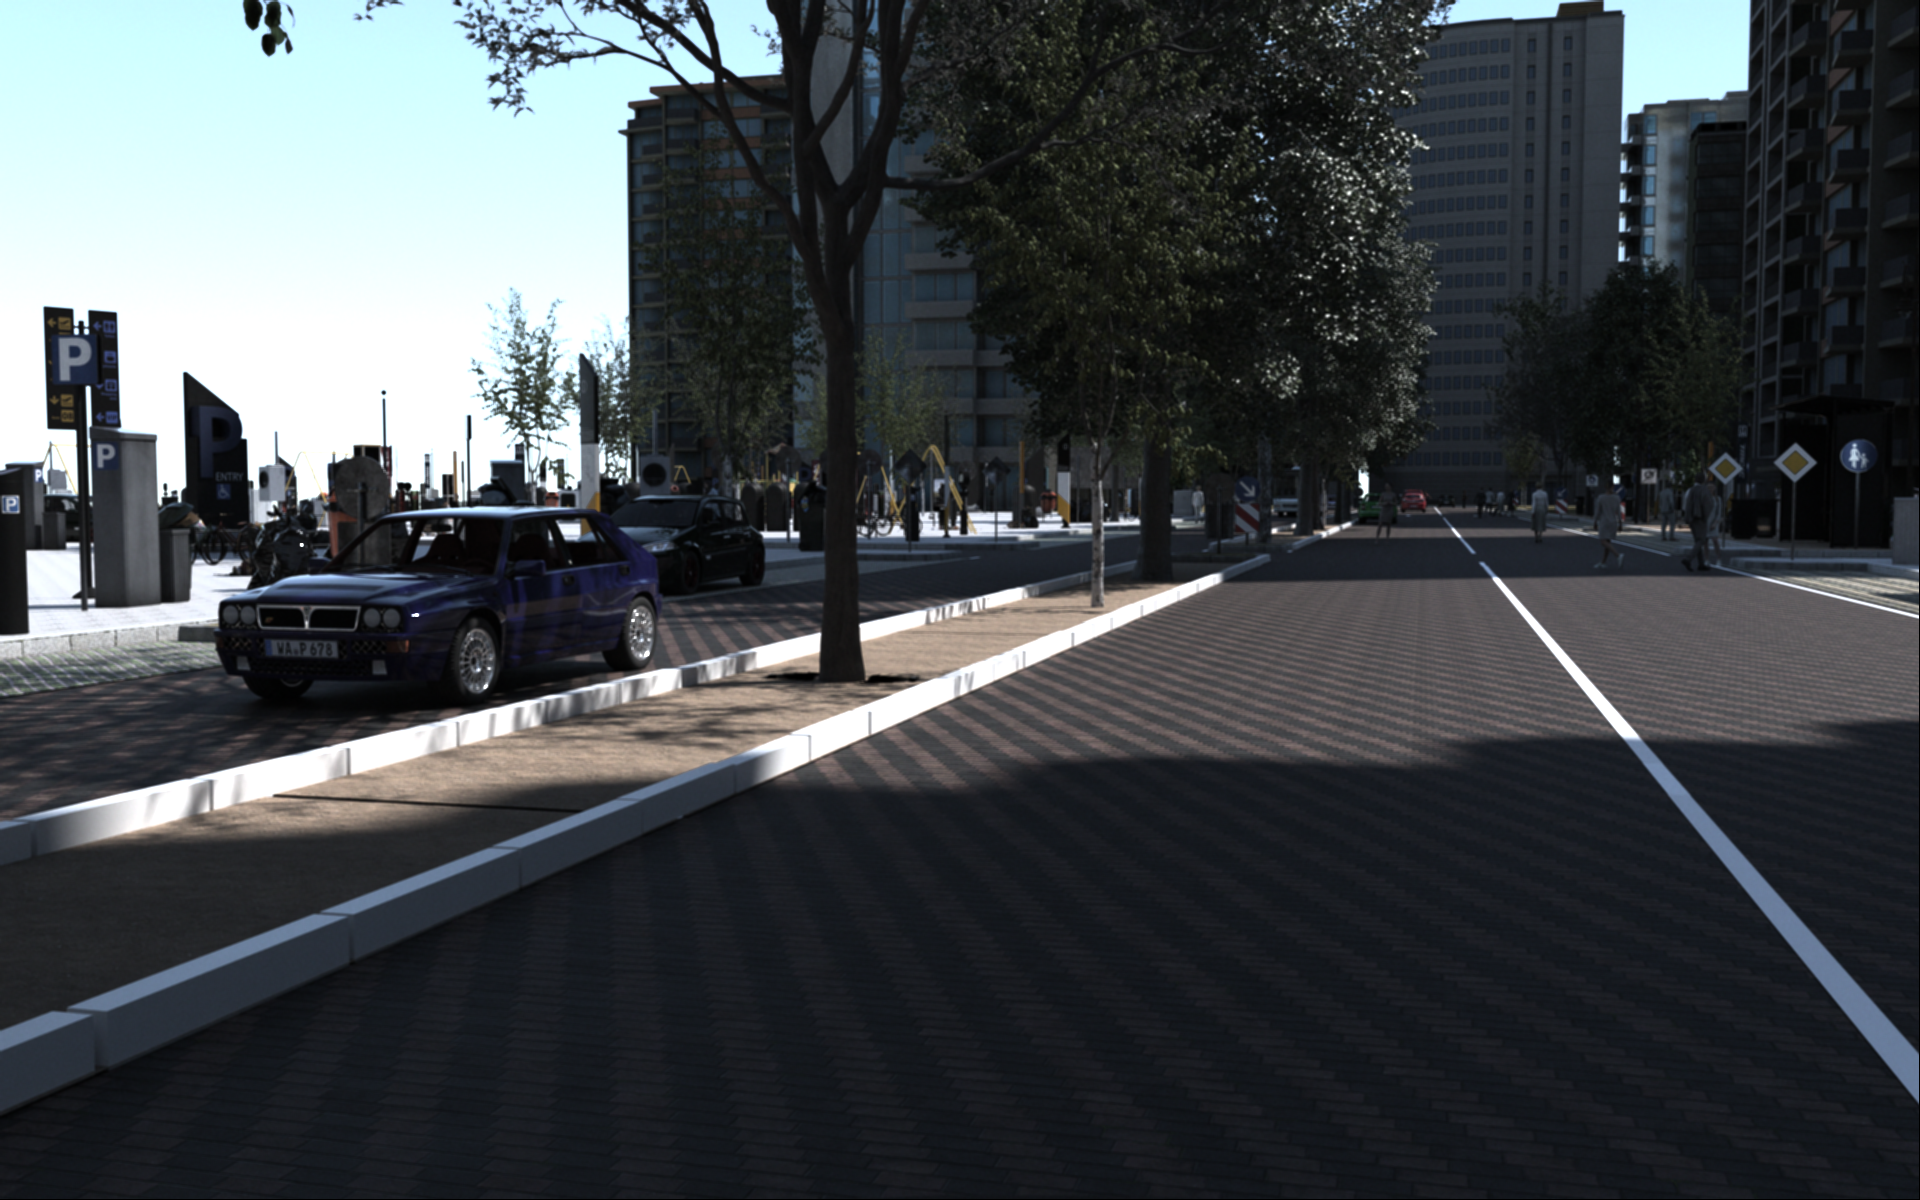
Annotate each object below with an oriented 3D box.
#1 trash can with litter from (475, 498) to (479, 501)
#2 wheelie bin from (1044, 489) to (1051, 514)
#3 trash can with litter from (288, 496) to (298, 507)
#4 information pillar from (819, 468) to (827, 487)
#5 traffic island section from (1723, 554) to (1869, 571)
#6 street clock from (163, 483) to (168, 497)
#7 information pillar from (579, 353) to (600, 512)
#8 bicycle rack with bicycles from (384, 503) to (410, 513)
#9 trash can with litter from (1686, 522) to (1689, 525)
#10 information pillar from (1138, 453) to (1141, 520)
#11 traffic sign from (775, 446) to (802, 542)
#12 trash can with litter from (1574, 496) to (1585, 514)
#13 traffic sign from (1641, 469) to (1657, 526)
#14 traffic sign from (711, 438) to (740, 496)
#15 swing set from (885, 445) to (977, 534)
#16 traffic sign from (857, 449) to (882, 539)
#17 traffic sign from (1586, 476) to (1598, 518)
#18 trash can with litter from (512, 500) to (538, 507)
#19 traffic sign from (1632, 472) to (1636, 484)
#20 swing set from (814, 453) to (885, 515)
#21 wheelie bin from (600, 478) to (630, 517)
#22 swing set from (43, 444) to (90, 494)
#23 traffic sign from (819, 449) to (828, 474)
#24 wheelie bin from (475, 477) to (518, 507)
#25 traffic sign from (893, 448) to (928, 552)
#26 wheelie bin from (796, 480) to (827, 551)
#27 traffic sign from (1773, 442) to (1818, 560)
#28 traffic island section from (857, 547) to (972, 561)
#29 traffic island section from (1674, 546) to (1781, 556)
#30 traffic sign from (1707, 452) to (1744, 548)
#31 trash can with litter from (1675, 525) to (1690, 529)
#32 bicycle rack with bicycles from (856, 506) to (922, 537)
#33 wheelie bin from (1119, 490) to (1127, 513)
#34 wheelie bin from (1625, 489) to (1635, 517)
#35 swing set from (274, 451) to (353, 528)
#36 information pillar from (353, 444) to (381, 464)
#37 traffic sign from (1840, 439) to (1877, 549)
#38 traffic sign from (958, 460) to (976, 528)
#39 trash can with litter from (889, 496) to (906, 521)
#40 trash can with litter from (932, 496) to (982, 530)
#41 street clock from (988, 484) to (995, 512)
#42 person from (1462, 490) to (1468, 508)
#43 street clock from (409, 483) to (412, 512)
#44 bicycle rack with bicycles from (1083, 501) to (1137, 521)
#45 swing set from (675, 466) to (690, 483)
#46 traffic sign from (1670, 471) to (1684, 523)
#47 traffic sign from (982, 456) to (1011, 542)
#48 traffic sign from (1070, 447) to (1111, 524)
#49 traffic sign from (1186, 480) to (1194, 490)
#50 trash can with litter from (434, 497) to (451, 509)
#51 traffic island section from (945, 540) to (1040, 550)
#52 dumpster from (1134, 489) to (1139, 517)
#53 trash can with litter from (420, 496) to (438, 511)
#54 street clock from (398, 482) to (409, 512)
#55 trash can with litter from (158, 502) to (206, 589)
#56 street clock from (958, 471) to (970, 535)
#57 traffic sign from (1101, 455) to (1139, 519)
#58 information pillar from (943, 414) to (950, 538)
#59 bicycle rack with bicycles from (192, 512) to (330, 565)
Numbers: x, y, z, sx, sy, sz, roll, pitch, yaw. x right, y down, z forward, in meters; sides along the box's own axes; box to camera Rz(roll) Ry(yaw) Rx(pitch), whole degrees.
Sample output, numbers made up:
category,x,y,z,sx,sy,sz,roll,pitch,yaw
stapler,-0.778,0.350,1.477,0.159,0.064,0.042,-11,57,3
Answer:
category,x,y,z,sx,sy,sz,roll,pitch,yaw
trash can with litter,-14.119,-2.483,51.989,0.624,1.170,1.055,-3,4,-38
wheelie bin,5.506,-6.323,111.282,0.980,1.594,0.693,1,4,20
trash can with litter,-30.356,-4.170,79.239,2.233,1.210,1.678,2,4,31
information pillar,-3.819,-2.730,49.121,0.304,2.012,0.304,-1,4,-9
traffic island section,16.156,-0.691,33.582,2.009,0.180,2.903,1,4,15
street clock,-51.894,-6.642,113.165,0.358,2.002,0.471,-1,4,-18
information pillar,-6.135,-2.282,28.672,0.183,3.616,0.504,-3,5,-42
bicycle rack with bicycles,-30.821,-4.841,92.530,2.925,0.926,2.852,-1,4,-21
trash can with litter,30.735,-3.714,72.118,1.055,1.170,0.624,2,4,26
information pillar,9.043,-5.843,86.886,0.183,3.616,0.504,0,4,3
traffic sign,-4.584,-2.819,46.194,0.768,2.556,0.104,1,4,19
trash can with litter,39.707,-6.096,111.057,0.624,1.170,1.055,1,4,20
traffic sign,27.792,-4.146,69.910,0.606,2.300,0.079,1,4,16
traffic sign,-5.374,-2.414,39.572,0.768,2.556,0.104,2,4,24
swing set,-0.935,-3.626,56.900,2.862,2.851,3.119,0,4,-2
traffic sign,-2.569,-2.985,48.915,0.768,2.556,0.104,1,4,18
traffic sign,34.346,-5.628,94.146,0.606,2.300,0.079,1,4,20
trash can with litter,-7.552,-1.178,30.640,0.624,1.170,1.055,1,4,17
traffic sign,37.773,-5.890,96.402,0.768,2.556,0.104,1,4,19
swing set,-4.042,-4.143,65.357,2.862,2.851,3.119,3,4,38
wheelie bin,-6.924,-1.604,34.129,0.693,1.594,0.980,2,4,33
swing set,-27.851,-3.536,55.434,2.862,2.851,3.119,1,4,13
traffic sign,-3.516,-2.886,47.299,0.768,2.556,0.104,1,4,22
wheelie bin,-8.421,-1.445,31.527,0.693,1.594,0.980,-2,4,-30
traffic sign,-1.103,-2.109,38.127,0.795,2.450,0.064,1,4,15
wheelie bin,-3.292,-1.903,39.017,0.693,1.594,0.980,0,4,5
traffic sign,16.131,-1.827,33.511,0.795,2.450,0.064,1,4,15
traffic island section,-1.128,-0.973,38.195,2.009,0.180,2.903,1,4,15
traffic island section,18.220,-1.163,41.297,2.009,0.180,2.903,1,4,15
traffic sign,18.196,-2.299,41.226,0.795,2.450,0.064,1,4,15
trash can with litter,27.253,-3.256,64.298,2.233,1.210,1.678,-1,4,-16
bicycle rack with bicycles,-2.958,-2.413,52.832,2.925,0.926,2.852,2,4,28
wheelie bin,11.110,-6.828,119.543,0.693,1.594,0.980,1,4,17
wheelie bin,37.992,-5.554,98.718,0.980,1.594,0.693,1,4,13
swing set,-23.564,-4.075,64.250,2.862,2.851,3.119,1,4,15
information pillar,-8.799,-1.301,25.762,0.304,2.012,0.304,3,5,45
traffic sign,20.910,-2.462,40.353,0.768,2.556,0.104,1,4,23
traffic sign,0.241,-3.961,64.862,0.768,2.556,0.104,2,4,25
trash can with litter,-3.032,-4.287,81.486,1.055,1.170,0.624,-1,4,-12
trash can with litter,-0.224,-3.157,62.676,1.678,1.210,2.233,-1,4,-13
street clock,2.230,-7.111,120.827,0.471,2.002,0.358,2,4,26
person,50.806,-10.145,174.387,0.705,1.821,1.348,3,4,36
street clock,-34.082,-6.258,106.883,0.358,2.002,0.471,3,5,44
bicycle rack with bicycles,6.636,-4.255,82.950,2.925,0.926,2.852,3,5,44
swing set,-16.276,-6.101,97.365,2.862,2.851,3.119,-3,4,-39
traffic sign,31.314,-4.498,75.672,0.606,2.300,0.079,2,4,24
traffic sign,0.961,-2.581,45.842,0.795,2.450,0.064,1,4,15
traffic sign,5.406,-4.950,74.799,2.265,3.308,0.079,1,4,17
traffic sign,15.877,-7.297,119.306,0.884,2.594,0.081,1,4,17
trash can with litter,-17.388,-2.815,57.418,0.624,1.170,1.055,1,4,9
traffic island section,0.936,-1.445,45.910,2.009,0.180,2.903,1,4,15
dumpster,10.462,-5.592,97.183,1.264,1.857,1.865,1,4,15
trash can with litter,-16.615,-2.564,52.984,2.233,1.210,1.678,0,4,-8
street clock,-33.659,-6.103,104.346,0.358,2.002,0.471,1,4,23
trash can with litter,-10.546,-0.701,22.853,0.624,1.170,1.055,1,4,21
street clock,0.121,-3.045,54.361,0.358,2.002,0.471,-1,4,-23
traffic sign,8.067,-5.766,88.139,2.265,3.308,0.079,1,4,19
information pillar,-0.385,-3.662,51.222,0.183,3.616,0.504,0,4,8
bicycle rack with bicycles,-12.999,-1.110,31.536,2.852,0.926,2.925,2,4,24
